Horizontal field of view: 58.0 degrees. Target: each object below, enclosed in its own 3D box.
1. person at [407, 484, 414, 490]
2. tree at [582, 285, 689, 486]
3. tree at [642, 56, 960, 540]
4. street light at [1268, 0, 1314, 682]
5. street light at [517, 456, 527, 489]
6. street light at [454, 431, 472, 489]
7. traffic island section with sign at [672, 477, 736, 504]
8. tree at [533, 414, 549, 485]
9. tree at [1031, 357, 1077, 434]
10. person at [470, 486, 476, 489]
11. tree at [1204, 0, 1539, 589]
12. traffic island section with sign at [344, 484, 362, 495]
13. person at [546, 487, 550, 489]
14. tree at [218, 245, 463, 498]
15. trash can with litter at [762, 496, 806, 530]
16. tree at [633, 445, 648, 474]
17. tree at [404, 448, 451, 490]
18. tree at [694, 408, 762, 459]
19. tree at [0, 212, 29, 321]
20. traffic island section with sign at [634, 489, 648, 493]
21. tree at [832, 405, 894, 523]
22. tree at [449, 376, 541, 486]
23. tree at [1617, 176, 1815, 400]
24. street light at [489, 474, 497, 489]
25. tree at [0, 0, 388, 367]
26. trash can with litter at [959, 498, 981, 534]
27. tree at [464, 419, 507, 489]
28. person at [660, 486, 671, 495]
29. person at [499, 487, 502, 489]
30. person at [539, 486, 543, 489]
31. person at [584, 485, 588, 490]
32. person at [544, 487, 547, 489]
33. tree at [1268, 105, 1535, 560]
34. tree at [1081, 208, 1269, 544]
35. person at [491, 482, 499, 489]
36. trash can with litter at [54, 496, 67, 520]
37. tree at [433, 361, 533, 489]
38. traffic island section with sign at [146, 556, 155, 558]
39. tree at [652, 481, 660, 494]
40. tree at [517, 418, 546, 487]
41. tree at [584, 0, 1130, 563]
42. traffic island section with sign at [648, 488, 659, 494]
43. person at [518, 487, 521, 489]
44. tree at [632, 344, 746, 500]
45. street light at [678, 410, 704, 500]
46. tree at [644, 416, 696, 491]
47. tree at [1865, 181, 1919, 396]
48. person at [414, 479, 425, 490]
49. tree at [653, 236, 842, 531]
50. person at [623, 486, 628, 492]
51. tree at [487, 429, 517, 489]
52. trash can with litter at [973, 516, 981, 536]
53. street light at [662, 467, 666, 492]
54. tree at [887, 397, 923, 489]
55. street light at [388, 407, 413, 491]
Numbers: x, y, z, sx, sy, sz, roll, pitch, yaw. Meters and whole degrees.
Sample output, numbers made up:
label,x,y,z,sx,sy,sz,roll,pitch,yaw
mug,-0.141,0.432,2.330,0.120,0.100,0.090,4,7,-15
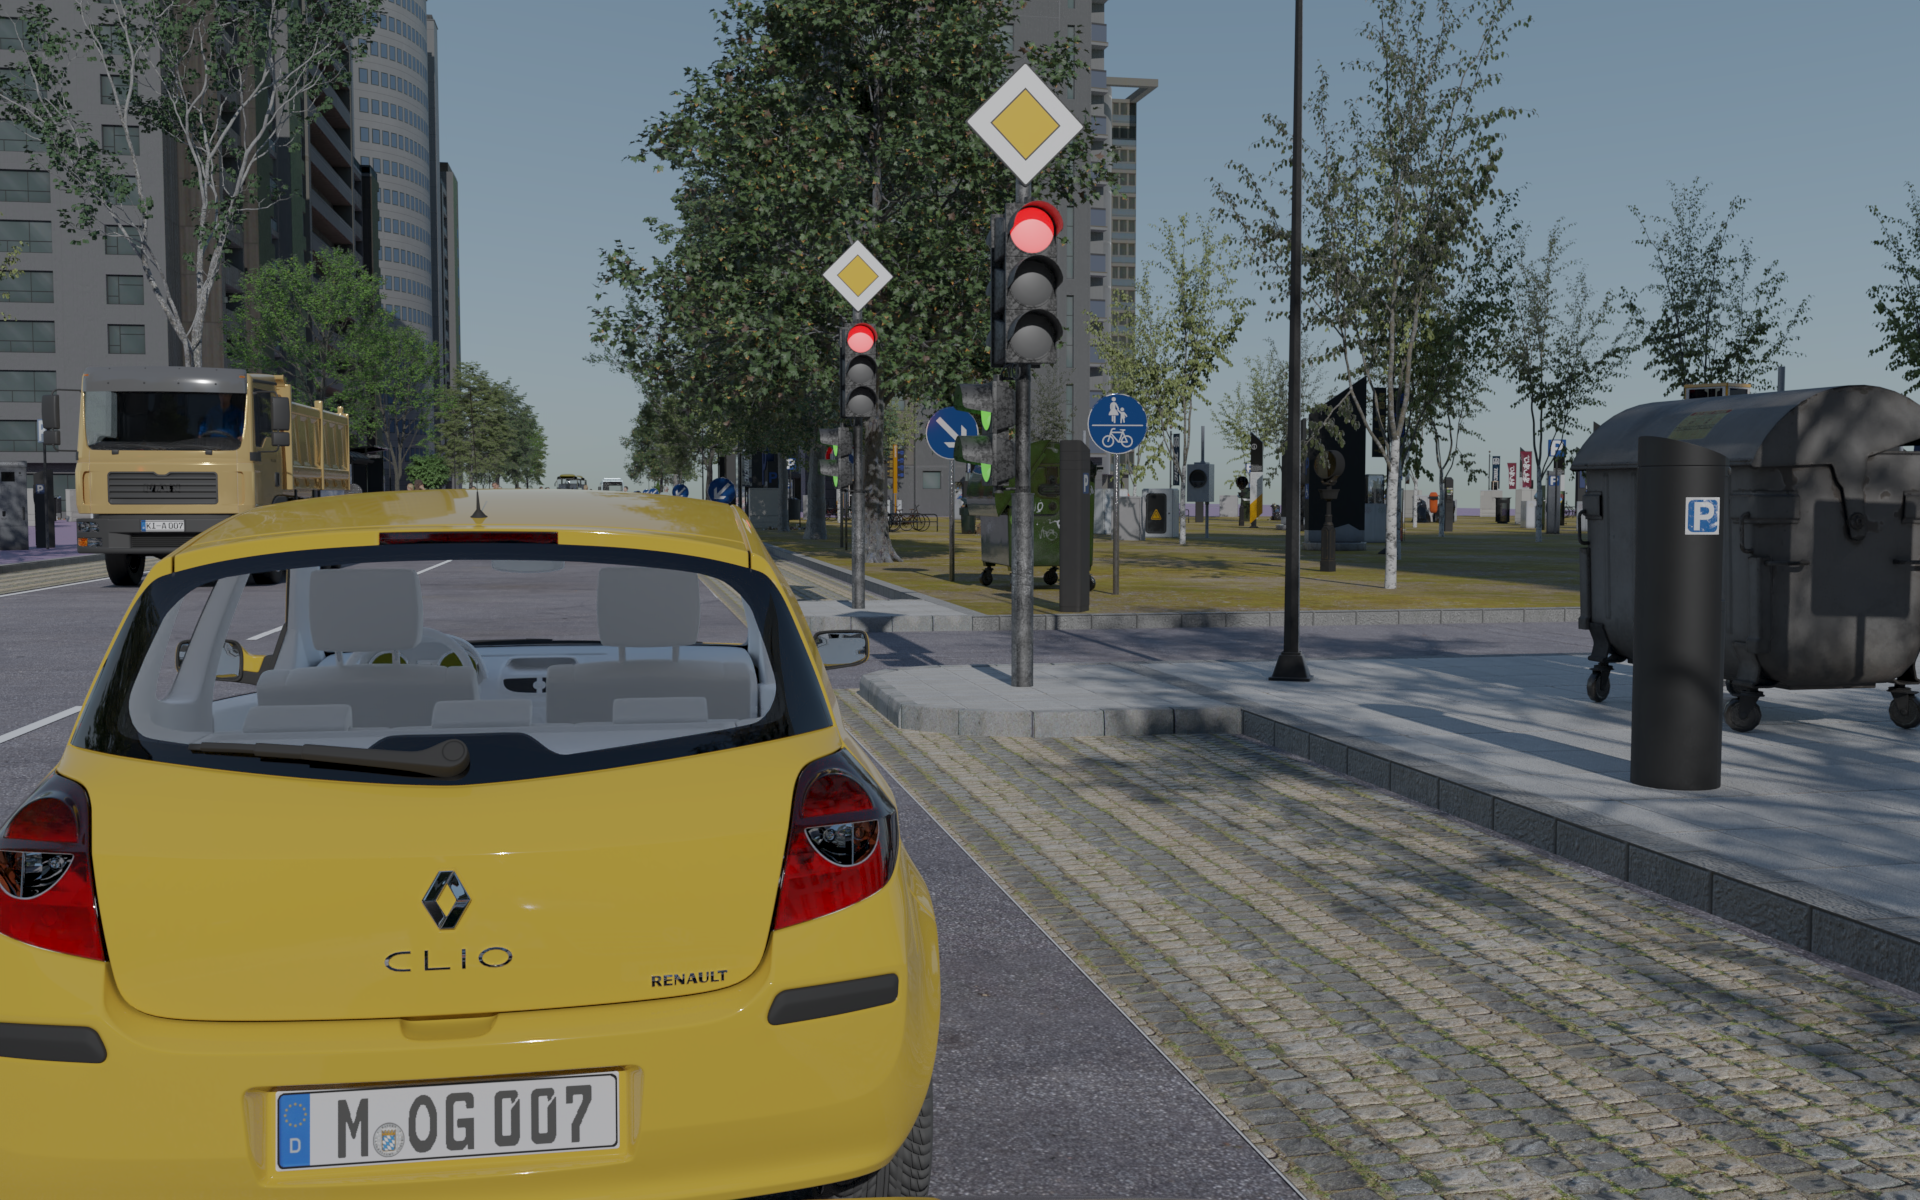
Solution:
label,x,y,z,sx,sy,sz,roll,pitch,yaw
person,-18.298,-2.985,57.665,0.694,1.780,0.624,-2,4,-30
tree,-26.465,-18.141,152.494,12.611,20.169,13.585,0,3,0
tree,-4.109,-8.694,48.797,9.857,13.997,8.962,0,3,0
street light,1.761,-2.396,11.713,1.470,5.913,1.316,-1,4,-11
street light,-53.325,-14.567,210.711,1.470,5.913,1.316,-1,4,-11
street light,-36.915,-9.537,128.475,1.470,5.913,1.316,-1,4,-11
traffic island section with sign,-5.888,-2.025,41.738,1.989,1.847,2.006,-1,4,-11
tree,-59.659,-19.531,237.461,7.486,12.596,7.792,0,3,0
tree,4.468,-8.744,93.334,4.360,8.622,3.978,0,3,0
person,-17.116,-3.134,60.571,0.643,1.720,0.563,1,4,9
tree,5.741,-4.471,23.470,4.360,8.622,3.978,0,3,0
traffic island section with sign,-23.081,-3.503,65.903,1.989,1.847,2.006,-1,4,-11
person,-20.587,-4.745,86.427,0.374,1.781,0.599,2,4,33
tree,-26.683,-8.913,71.483,9.928,11.665,9.643,0,3,0
trash can with litter,-6.358,-3.146,62.489,2.233,1.210,1.678,-3,5,-41
tree,-41.296,-19.046,237.155,9.928,11.665,9.643,0,3,0
tree,-37.478,-8.465,122.116,4.285,4.588,4.351,0,3,0
tree,-12.082,-8.576,90.572,4.737,8.622,4.395,0,3,0
tree,-18.571,-4.845,29.578,4.737,8.622,4.395,0,3,0
traffic island section with sign,-26.159,-8.274,143.905,1.989,1.847,2.006,-1,4,-11
tree,-5.183,-7.753,77.126,4.360,8.622,3.978,0,3,0
tree,-49.988,-17.115,186.491,9.857,13.997,8.962,0,3,0
tree,17.240,-5.487,40.070,4.360,8.622,3.978,0,3,0
street light,-44.322,-11.778,165.105,1.470,5.913,1.316,-1,4,-11
tree,-23.912,-11.931,50.954,12.611,20.169,13.585,0,3,0
trash can with litter,0.500,-2.693,55.422,1.055,1.170,0.624,2,4,30
tree,-43.161,-12.637,156.974,4.360,8.622,3.978,0,3,0
person,-12.397,-3.926,73.178,0.782,1.767,0.515,1,4,12
person,-20.927,-4.251,78.495,0.515,1.767,0.782,0,4,-1
person,-20.566,-4.665,84.869,0.616,1.811,0.778,-3,4,-36
person,-14.261,-3.486,65.842,0.624,1.780,0.694,-3,5,-43
person,-26.316,-6.250,110.315,1.348,1.869,0.705,-2,4,-27
tree,8.779,-5.090,33.582,4.737,8.622,4.395,0,3,0
tree,5.531,-5.750,44.383,4.737,8.622,4.395,0,3,0
person,-14.451,-2.793,54.355,0.592,1.802,0.473,1,4,18
trash can with litter,-44.250,-4.560,85.617,1.678,1.210,2.233,1,4,16
tree,-41.416,-14.046,147.771,7.486,12.596,7.792,0,3,0
traffic island section with sign,-17.821,-1.881,39.380,1.989,1.847,2.006,-1,4,-11
tree,-39.283,-14.099,225.113,1.663,3.219,1.824,0,3,0
tree,-58.519,-18.463,227.623,9.928,11.665,9.643,0,3,0
tree,-1.626,-7.050,32.273,9.611,12.733,9.660,0,3,0
traffic island section with sign,-11.130,-3.642,68.180,1.989,1.847,2.006,-1,4,-11
person,-23.353,-5.066,91.533,0.583,1.804,0.606,0,4,-5
tree,-14.620,-10.088,99.347,8.767,10.594,7.601,0,4,-6
street light,-14.645,-7.484,94.910,1.470,5.913,1.316,-1,4,-11
tree,-22.150,-11.339,135.761,4.360,8.622,3.978,0,3,0
tree,22.978,-5.500,40.295,4.737,8.622,4.395,0,3,0
person,-13.441,-2.094,42.985,0.600,1.795,0.529,3,5,42
tree,-6.408,-8.613,58.957,7.486,12.596,7.792,0,3,0
person,-16.073,-4.624,84.117,0.660,1.820,0.620,3,5,44
tree,-32.790,-10.702,100.741,9.928,11.665,9.643,0,3,0
trash can with litter,1.631,-2.586,53.332,2.233,1.210,1.678,3,4,37
street light,-21.934,-9.738,131.756,1.470,5.913,1.316,-1,4,-11
tree,-4.140,-8.734,93.169,4.737,8.622,4.395,0,3,0
street light,-29.706,-7.304,91.955,1.470,5.913,1.316,-1,4,-11
